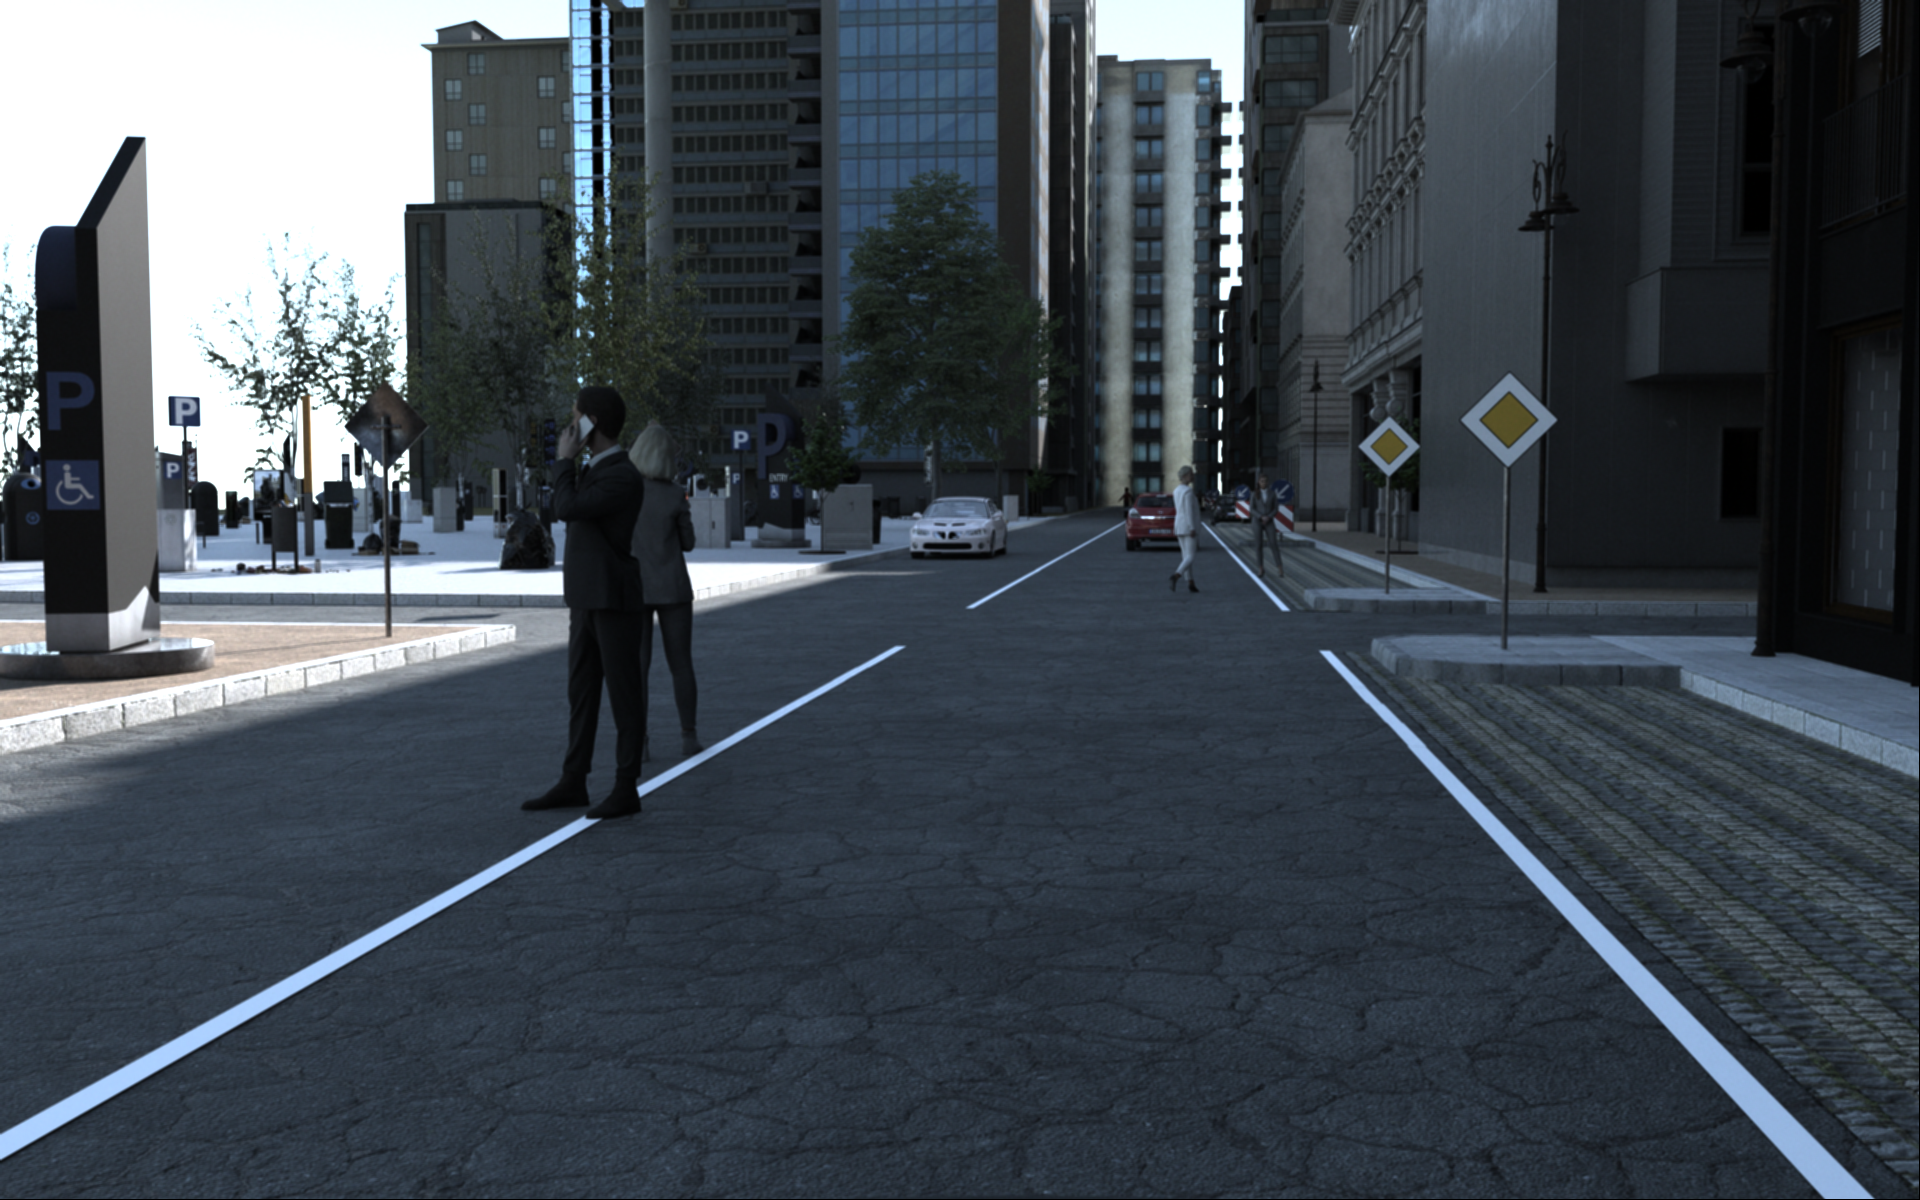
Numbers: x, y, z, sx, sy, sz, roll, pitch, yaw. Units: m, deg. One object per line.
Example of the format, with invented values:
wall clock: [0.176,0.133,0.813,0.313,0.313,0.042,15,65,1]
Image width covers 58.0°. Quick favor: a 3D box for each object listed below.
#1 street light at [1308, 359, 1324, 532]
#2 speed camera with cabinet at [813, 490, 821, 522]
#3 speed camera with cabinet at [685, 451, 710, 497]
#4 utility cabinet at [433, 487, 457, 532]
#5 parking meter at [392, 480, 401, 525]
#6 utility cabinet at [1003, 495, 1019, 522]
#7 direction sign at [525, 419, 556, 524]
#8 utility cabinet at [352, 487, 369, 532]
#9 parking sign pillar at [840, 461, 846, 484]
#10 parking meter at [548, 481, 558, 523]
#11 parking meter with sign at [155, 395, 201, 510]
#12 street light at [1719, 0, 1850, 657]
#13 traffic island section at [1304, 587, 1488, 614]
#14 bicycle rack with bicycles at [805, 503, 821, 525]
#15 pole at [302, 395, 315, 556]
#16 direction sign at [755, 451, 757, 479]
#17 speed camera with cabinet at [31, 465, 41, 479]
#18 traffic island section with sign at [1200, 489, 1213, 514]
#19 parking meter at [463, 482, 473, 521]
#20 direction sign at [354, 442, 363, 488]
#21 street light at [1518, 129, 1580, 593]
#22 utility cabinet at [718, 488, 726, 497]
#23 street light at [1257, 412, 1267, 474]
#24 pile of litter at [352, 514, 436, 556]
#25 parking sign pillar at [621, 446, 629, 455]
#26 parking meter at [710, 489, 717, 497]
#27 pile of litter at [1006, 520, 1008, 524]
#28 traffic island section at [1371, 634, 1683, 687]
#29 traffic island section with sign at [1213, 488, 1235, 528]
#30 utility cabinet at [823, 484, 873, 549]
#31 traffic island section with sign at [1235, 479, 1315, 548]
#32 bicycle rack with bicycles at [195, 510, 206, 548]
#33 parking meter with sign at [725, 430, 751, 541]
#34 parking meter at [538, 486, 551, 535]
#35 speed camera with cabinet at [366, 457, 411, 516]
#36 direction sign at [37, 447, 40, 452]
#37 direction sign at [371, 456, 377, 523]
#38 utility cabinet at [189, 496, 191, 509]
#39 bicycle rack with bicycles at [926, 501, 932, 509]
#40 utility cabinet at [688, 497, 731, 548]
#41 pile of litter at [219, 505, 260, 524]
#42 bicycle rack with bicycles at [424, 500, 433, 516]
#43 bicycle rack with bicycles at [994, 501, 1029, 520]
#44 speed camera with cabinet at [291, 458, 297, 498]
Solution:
street light: [12.148,-5.287,59.229,0.468,5.910,1.993,0,4,7]
speed camera with cabinet: [-5.838,-5.307,81.112,2.038,3.252,0.660,-1,4,-19]
speed camera with cabinet: [-12.485,-5.182,79.060,2.038,3.252,0.660,-1,4,-16]
utility cabinet: [-17.186,-3.000,57.731,0.318,1.500,1.173,0,4,7]
parking meter: [-23.255,-4.020,71.434,0.255,1.863,0.399,0,4,-2]
utility cabinet: [2.371,-4.280,81.133,0.306,1.237,1.020,2,4,30]
direction sign: [-12.588,-3.673,52.048,0.876,3.537,0.379,0,4,-7]
utility cabinet: [-20.337,-3.054,58.610,1.173,1.500,0.318,3,4,37]
parking sign pillar: [-6.707,-6.477,94.374,1.447,3.967,1.447,-1,4,-14]
parking meter: [-18.118,-4.371,77.174,0.399,1.863,0.255,1,4,10]
parking meter with sign: [-14.382,-2.148,31.373,1.738,3.016,0.543,3,5,42]
street light: [6.367,-2.493,13.548,0.468,5.910,1.993,0,4,7]
traffic island section: [5.506,0.001,22.260,2.009,0.180,2.903,0,4,7]
bicycle rack with bicycles: [-5.572,-3.604,72.315,2.925,0.926,2.852,0,4,6]
pole: [-13.503,-2.570,35.869,0.158,3.312,0.155,0,3,0]
direction sign: [-10.373,-5.984,89.842,0.379,3.537,0.876,-3,4,-36]
speed camera with cabinet: [-28.638,-3.749,55.634,2.038,3.252,0.660,-2,4,-34]
traffic island section with sign: [18.056,-7.010,123.241,1.989,1.847,2.006,0,4,7]
parking meter: [-23.810,-4.776,83.794,0.399,1.863,0.255,0,4,-4]
direction sign: [-26.112,-5.090,75.225,0.379,3.537,0.876,0,4,2]
street light: [7.583,-3.038,22.456,0.468,5.910,1.993,0,4,7]
utility cabinet: [-8.651,-3.407,64.388,0.318,1.500,1.173,1,4,15]
street light: [16.688,-7.525,95.828,0.468,5.910,1.993,0,4,7]
pile of litter: [-11.962,-1.388,36.652,1.719,0.858,1.176,-1,4,-16]
parking sign pillar: [-14.760,-5.279,74.790,1.447,3.967,1.447,-2,4,-31]
parking meter: [-12.705,-4.948,89.314,0.372,1.533,0.369,0,3,0]
pile of litter: [1.512,-3.671,73.993,1.176,0.858,1.719,0,4,8]
traffic island section: [4.522,0.486,14.336,2.009,0.180,2.903,0,4,7]
traffic island section with sign: [11.991,-4.019,74.340,1.989,1.847,2.006,0,4,7]
utility cabinet: [-2.600,-1.902,39.782,1.173,1.500,0.318,0,4,-7]
traffic island section with sign: [8.606,-2.357,47.159,1.989,1.847,2.006,0,4,7]
bicycle rack with bicycles: [-18.767,-1.633,40.077,2.852,0.926,2.925,-1,4,-13]
parking meter with sign: [-6.182,-3.151,47.773,0.543,3.016,1.738,-1,4,-17]
parking meter: [-12.891,-2.774,53.768,0.372,1.533,0.369,0,3,0]
speed camera with cabinet: [-27.952,-5.528,84.715,2.038,3.252,0.660,0,4,2]
direction sign: [-44.240,-5.630,84.040,0.876,3.537,0.379,-2,4,-25]
direction sign: [-25.903,-5.156,76.297,0.379,3.537,0.876,-1,4,-21]
utility cabinet: [-25.788,-2.866,58.023,0.306,1.237,1.020,-1,4,-13]
bicycle rack with bicycles: [-0.634,-4.724,90.626,2.852,0.926,2.925,0,4,5]
utility cabinet: [-5.964,-1.829,41.061,1.020,1.237,0.306,1,4,17]
pile of litter: [-31.113,-3.713,74.671,1.719,0.858,1.176,-1,4,-17]
bicycle rack with bicycles: [-30.536,-5.226,98.819,2.852,0.926,2.925,-1,4,-17]
bicycle rack with bicycles: [2.194,-4.420,85.656,2.852,0.926,2.925,-1,4,-14]
speed camera with cabinet: [-36.118,-5.994,92.346,0.660,3.252,2.038,2,4,31]
